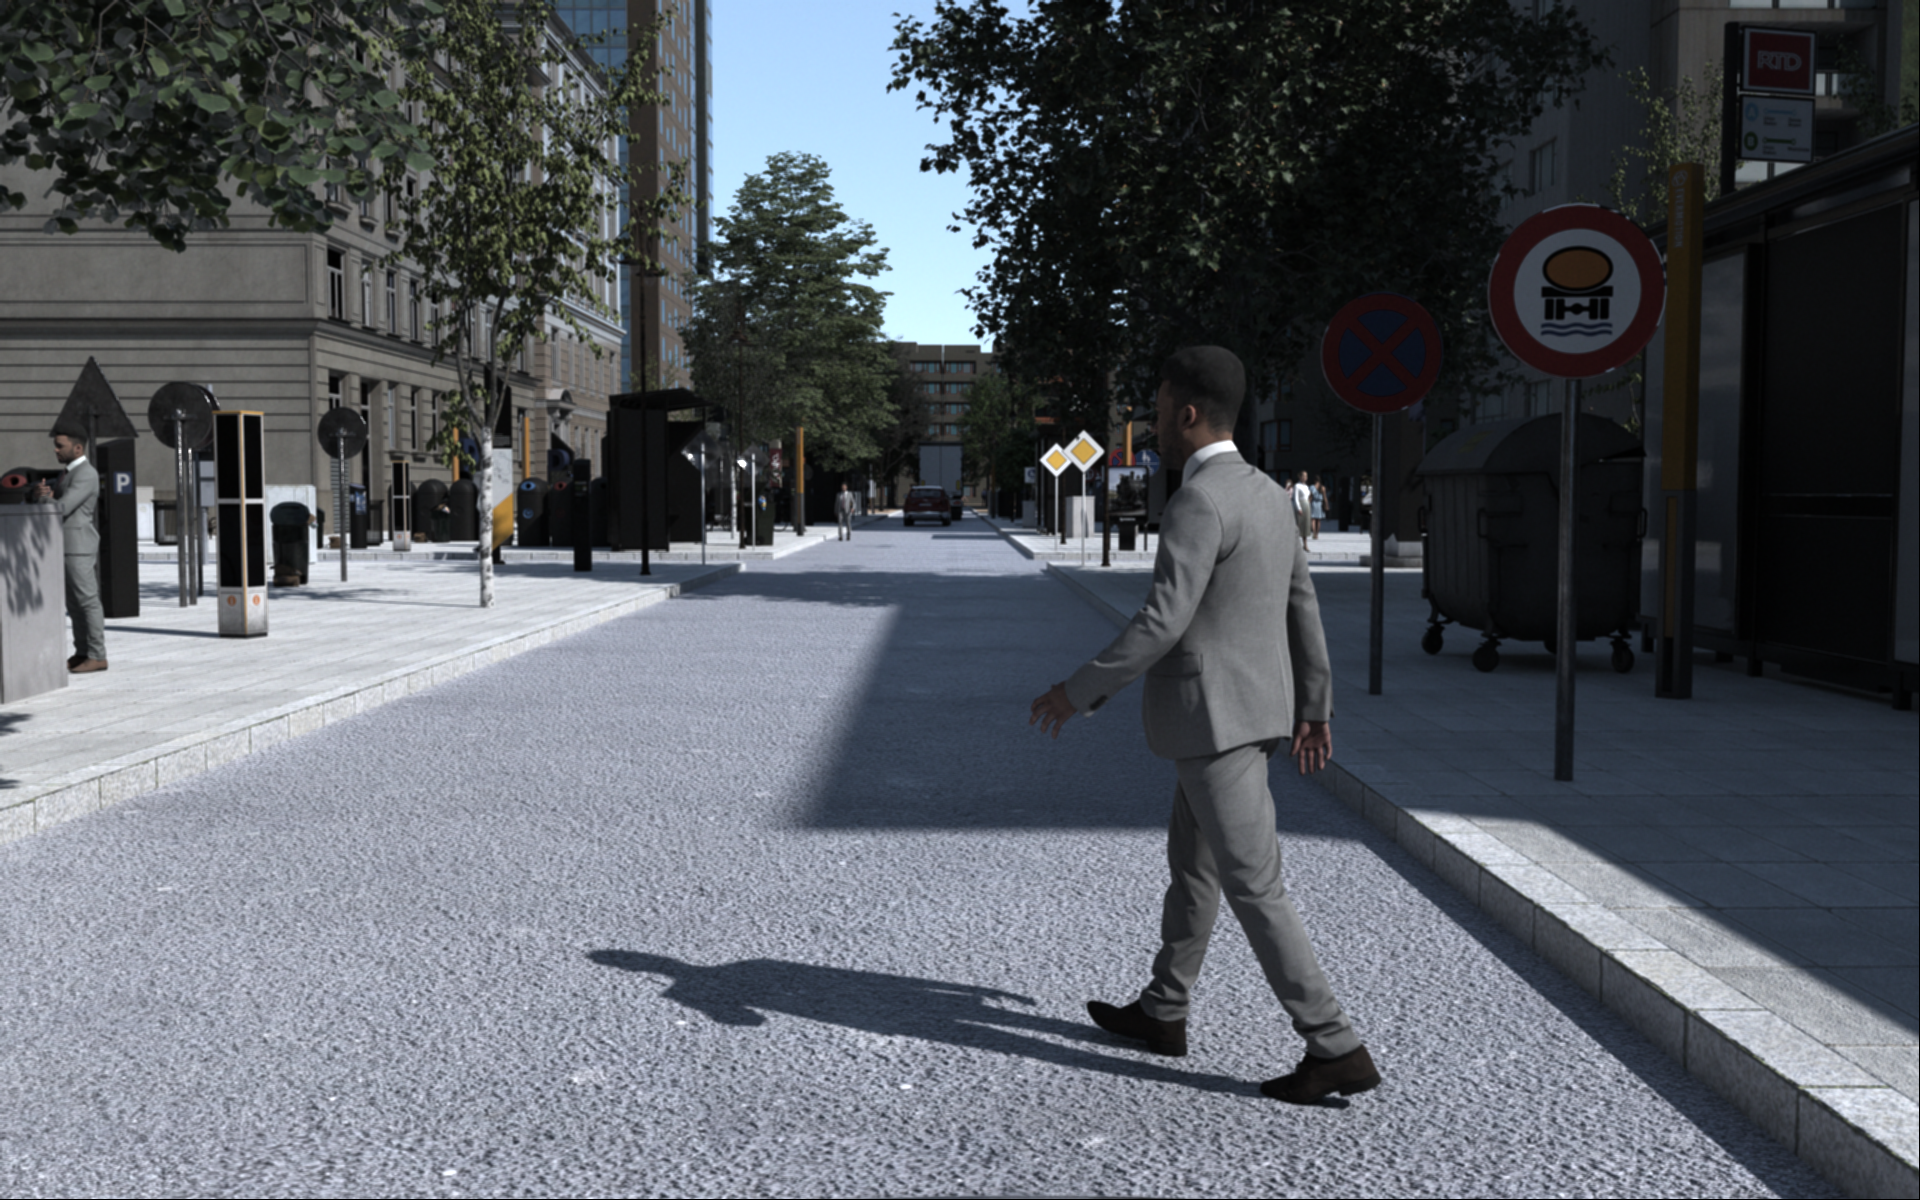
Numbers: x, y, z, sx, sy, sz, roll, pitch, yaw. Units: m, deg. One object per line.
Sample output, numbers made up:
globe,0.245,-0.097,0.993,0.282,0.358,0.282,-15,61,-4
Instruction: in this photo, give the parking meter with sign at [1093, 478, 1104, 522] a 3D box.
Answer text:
parking meter with sign,6.252,-5.140,80.298,0.543,3.016,1.738,-2,4,-27

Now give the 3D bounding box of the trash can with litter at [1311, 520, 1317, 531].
trash can with litter,11.837,-2.942,59.483,1.055,1.170,0.624,-1,4,-8

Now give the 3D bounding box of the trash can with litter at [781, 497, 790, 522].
trash can with litter,-7.755,-4.120,78.744,0.624,1.170,1.055,1,4,23

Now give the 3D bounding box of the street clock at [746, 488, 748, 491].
street clock,-9.842,-4.572,79.330,0.471,2.002,0.358,1,4,17

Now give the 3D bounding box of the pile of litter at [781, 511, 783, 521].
pile of litter,-8.409,-4.152,81.856,1.719,0.858,1.176,-2,4,-31

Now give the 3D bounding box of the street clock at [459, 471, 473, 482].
street clock,-15.339,-3.002,53.657,0.471,2.002,0.358,0,4,7

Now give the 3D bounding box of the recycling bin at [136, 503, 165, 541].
recycling bin,-22.420,-2.155,47.796,0.722,1.027,0.722,-3,4,-36

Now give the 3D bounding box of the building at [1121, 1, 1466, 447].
building,30.506,-35.012,161.686,28.713,52.752,27.495,0,4,0

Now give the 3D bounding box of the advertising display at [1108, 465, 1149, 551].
advertising display,3.787,-2.079,39.207,0.974,1.923,0.123,1,4,19

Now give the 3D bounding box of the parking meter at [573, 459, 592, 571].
parking meter,-6.284,-1.413,28.819,0.255,1.863,0.399,0,4,-5

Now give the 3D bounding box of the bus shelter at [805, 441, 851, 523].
bus shelter,-6.049,-5.435,80.142,1.731,3.624,6.357,0,4,0

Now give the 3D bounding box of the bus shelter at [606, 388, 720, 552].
bus shelter,-6.985,-3.060,41.322,1.731,3.624,6.357,0,4,0

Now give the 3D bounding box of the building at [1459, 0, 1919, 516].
building,25.526,-22.824,56.766,14.086,41.232,14.154,0,4,0

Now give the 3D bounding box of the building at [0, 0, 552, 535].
building,-27.197,-14.303,67.136,16.112,22.955,30.059,0,4,0

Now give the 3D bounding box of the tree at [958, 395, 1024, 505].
tree,3.438,-16.412,186.458,7.486,12.596,7.792,0,3,0

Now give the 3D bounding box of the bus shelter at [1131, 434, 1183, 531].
bus shelter,6.586,-3.904,57.751,2.014,3.302,5.546,0,4,0

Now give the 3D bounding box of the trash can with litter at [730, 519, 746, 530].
trash can with litter,-7.679,-3.086,61.844,1.055,1.170,0.624,-3,5,-42

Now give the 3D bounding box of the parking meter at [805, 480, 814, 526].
parking meter,-6.075,-3.923,69.856,0.255,1.863,0.399,1,4,13

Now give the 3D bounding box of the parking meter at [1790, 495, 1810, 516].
parking meter,20.860,-2.282,43.029,0.255,1.863,0.399,-3,5,-39

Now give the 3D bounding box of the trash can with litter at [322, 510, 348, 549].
trash can with litter,-14.940,-1.790,40.650,1.055,1.170,0.624,-1,4,-13

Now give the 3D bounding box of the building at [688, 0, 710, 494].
building,-30.152,-42.809,138.179,20.563,71.187,20.611,0,4,0

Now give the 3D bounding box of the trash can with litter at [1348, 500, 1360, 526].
trash can with litter,16.014,-3.625,70.661,1.055,1.170,0.624,3,5,40

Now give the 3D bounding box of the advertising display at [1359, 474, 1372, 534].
advertising display,13.240,-3.059,55.228,0.974,1.923,0.123,0,4,5

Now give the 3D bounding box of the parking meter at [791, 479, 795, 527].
parking meter,-6.566,-3.845,68.584,0.255,1.863,0.399,0,4,-5

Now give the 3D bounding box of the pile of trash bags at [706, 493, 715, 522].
pile of trash bags,-11.572,-4.220,78.743,1.912,1.369,3.447,3,5,43

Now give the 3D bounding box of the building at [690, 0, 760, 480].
building,-35.858,-52.036,163.466,31.000,86.520,22.319,0,4,0

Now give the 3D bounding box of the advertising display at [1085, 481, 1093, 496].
advertising display,5.567,-4.426,77.575,0.974,1.923,0.123,-3,4,-37

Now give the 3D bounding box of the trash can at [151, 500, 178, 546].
trash can,-19.740,-1.925,43.129,0.748,1.137,0.748,0,3,0

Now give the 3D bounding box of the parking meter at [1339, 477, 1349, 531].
parking meter,13.217,-3.299,59.646,0.255,1.863,0.399,0,4,-4

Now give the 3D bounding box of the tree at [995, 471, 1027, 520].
tree,2.998,-6.044,93.420,1.663,3.219,1.824,0,3,0

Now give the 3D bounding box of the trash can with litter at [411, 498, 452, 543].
trash can with litter,-13.925,-2.093,45.607,1.055,1.170,0.624,0,4,-5

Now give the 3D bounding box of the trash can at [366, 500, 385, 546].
trash can,-14.585,-1.905,42.808,0.748,1.137,0.748,0,3,0

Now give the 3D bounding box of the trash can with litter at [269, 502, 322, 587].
trash can with litter,-9.379,-0.794,24.363,0.624,1.170,1.055,-1,4,-18

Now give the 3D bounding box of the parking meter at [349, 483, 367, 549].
parking meter,-14.097,-1.966,40.559,0.372,1.533,0.369,0,3,0

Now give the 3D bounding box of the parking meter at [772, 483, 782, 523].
parking meter,-8.070,-4.313,76.230,0.399,1.863,0.255,-1,4,-15

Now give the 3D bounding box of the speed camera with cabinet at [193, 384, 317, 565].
speed camera with cabinet,-12.862,-2.277,31.559,2.038,3.252,0.660,0,4,-7

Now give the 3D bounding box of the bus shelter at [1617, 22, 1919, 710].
bus shelter,6.346,-2.132,12.495,2.179,5.291,8.768,0,4,0

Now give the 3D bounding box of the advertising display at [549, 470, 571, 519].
advertising display,-10.976,-2.590,47.559,0.123,1.923,0.974,-3,5,-42

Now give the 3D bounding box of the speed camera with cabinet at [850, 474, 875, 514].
speed camera with cabinet,-6.536,-7.315,113.937,2.038,3.252,0.660,2,4,35

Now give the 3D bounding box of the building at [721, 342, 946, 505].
building,-16.698,-23.239,224.989,28.899,21.520,27.650,0,4,0

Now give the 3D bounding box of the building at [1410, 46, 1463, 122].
building,26.631,-42.743,137.093,20.563,71.187,20.611,0,4,0

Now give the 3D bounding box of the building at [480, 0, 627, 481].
building,-26.112,-18.741,92.324,13.634,28.700,20.117,0,4,0

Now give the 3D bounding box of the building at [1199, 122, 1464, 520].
building,29.356,-15.609,100.244,27.650,21.520,28.899,0,4,0

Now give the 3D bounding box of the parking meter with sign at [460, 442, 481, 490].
parking meter with sign,-16.257,-3.801,58.406,0.543,3.016,1.738,3,4,37

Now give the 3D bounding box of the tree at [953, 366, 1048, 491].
tree,3.160,-13.057,139.244,9.928,11.665,9.643,0,3,0

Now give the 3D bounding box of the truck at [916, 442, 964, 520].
truck,-1.126,-6.671,97.991,2.839,4.237,11.283,0,4,-1

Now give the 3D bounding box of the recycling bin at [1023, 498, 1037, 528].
recycling bin,2.779,-3.230,65.363,0.722,1.027,0.722,1,4,14

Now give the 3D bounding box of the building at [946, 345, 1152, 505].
building,12.311,-23.266,225.432,28.899,21.520,27.650,0,4,0

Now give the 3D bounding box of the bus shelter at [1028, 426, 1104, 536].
bus shelter,3.420,-4.872,57.285,2.179,5.291,8.768,0,4,0

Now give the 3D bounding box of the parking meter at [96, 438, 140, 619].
parking meter,-8.773,-0.749,17.964,0.255,1.863,0.399,2,4,23

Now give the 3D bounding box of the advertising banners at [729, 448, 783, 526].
advertising banners,-7.793,-4.283,66.215,2.074,3.025,0.090,0,4,1

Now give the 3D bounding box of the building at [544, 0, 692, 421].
building,-26.793,-28.782,120.704,14.600,45.320,14.200,0,4,0

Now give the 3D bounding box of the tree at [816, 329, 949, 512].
tree,-5.721,-13.292,127.693,12.009,13.543,11.850,0,3,0
